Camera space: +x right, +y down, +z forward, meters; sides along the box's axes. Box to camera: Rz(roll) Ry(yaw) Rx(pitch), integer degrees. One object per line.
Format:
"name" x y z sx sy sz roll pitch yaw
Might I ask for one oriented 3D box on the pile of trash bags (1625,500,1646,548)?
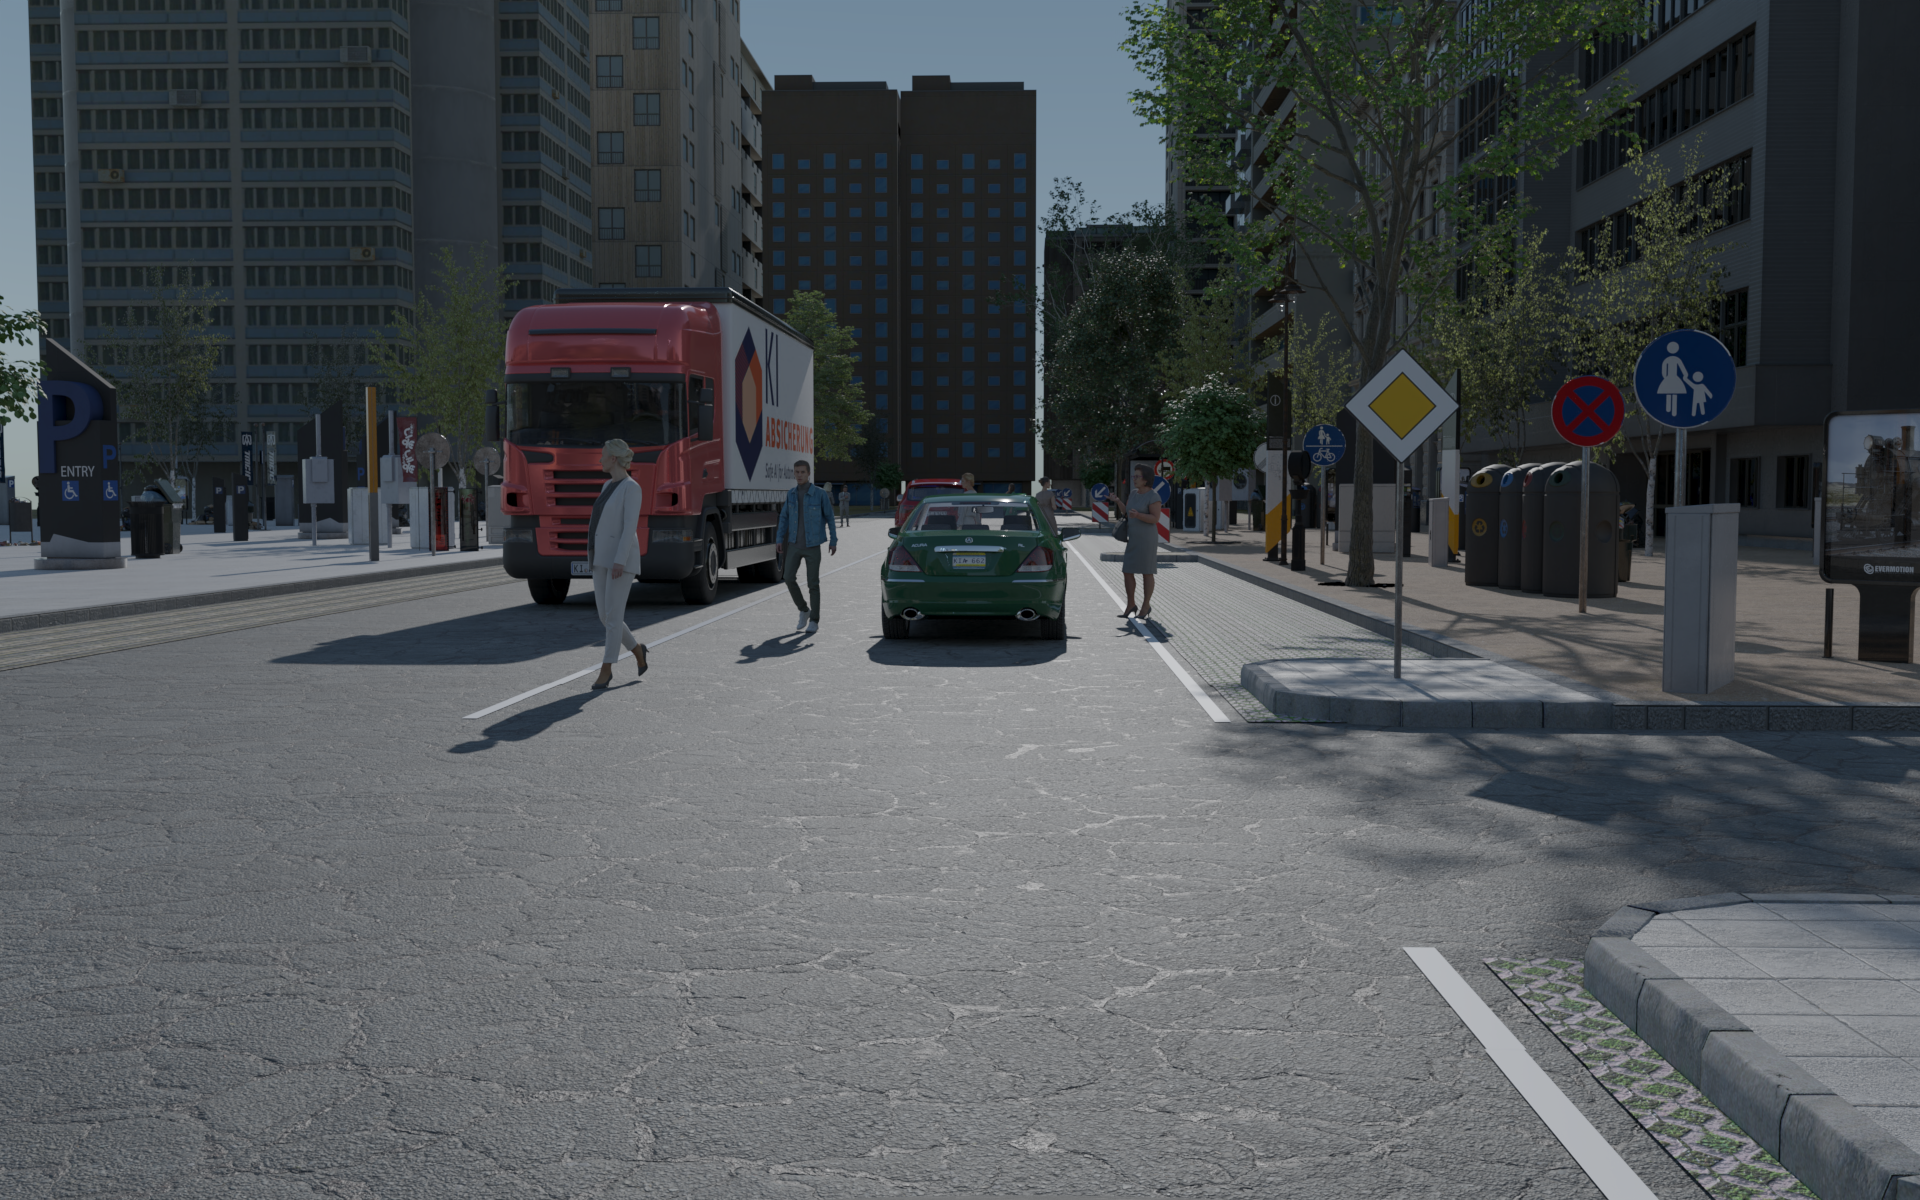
"pile of trash bags" 15.095 -1.988 42.261 1.912 1.369 3.447 -2 4 -24

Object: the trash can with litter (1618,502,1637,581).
"trash can with litter" 9.395 -0.863 25.494 0.624 1.170 1.055 -3 5 -39

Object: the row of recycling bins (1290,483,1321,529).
"row of recycling bins" 13.335 -3.536 64.924 3.534 1.692 1.069 2 4 33

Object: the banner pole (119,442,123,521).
"banner pole" -40.640 -5.722 83.579 0.401 3.779 0.863 1 4 11

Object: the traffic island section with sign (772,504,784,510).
"traffic island section with sign" -6.834 -3.390 64.054 1.989 1.847 2.006 0 4 2

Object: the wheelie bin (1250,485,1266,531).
"wheelie bin" 10.537 -3.209 60.369 0.980 1.594 0.693 -2 4 -32

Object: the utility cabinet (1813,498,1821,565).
"utility cabinet" 15.890 -1.219 31.085 0.306 1.237 1.020 -2 4 -32

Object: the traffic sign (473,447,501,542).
"traffic sign" -12.733 -2.844 46.611 0.768 2.556 0.104 1 4 9

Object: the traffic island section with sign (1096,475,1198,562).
"traffic island section with sign" 4.018 -1.744 37.143 1.989 1.847 2.006 0 4 2

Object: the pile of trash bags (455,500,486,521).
"pile of trash bags" -22.695 -4.450 82.511 1.912 1.369 3.447 -3 4 -37

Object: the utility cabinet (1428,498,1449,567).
"utility cabinet" 8.542 -1.210 30.947 0.306 1.237 1.020 1 4 12

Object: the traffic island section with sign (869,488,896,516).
"traffic island section with sign" -4.934 -6.470 114.405 1.989 1.847 2.006 0 4 2

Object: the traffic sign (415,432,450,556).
"traffic sign" -10.894 -2.181 35.771 0.768 2.556 0.104 0 4 8

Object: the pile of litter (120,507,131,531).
"pile of litter" -29.001 -2.807 59.863 1.176 0.858 1.719 2 4 30

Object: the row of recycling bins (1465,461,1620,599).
"row of recycling bins" 7.688 -0.969 22.959 1.069 1.692 3.534 0 4 -4

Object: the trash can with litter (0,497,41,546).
"trash can with litter" -23.778 -1.962 43.143 2.233 1.210 1.678 -1 4 -10

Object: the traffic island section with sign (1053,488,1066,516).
"traffic island section with sign" 6.924 -6.451 114.099 1.989 1.847 2.006 0 4 2

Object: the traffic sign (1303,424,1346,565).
"traffic sign" 6.603 -1.919 31.475 0.768 2.556 0.104 0 4 7

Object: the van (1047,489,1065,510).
"van" 7.953 -8.576 147.226 2.013 2.044 4.112 0 4 2

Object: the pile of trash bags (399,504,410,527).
"pile of trash bags" -22.920 -3.574 68.180 1.912 1.369 3.447 -2 4 -31

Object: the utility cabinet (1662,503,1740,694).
"utility cabinet" 4.941 -0.024 11.560 0.306 1.237 1.020 2 4 33

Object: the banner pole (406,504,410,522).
"banner pole" -25.707 -5.561 80.931 0.401 3.779 0.863 2 4 24

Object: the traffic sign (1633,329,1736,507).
"traffic sign" 5.600 -0.818 13.474 0.768 2.556 0.104 0 4 6

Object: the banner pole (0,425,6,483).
"banner pole" -27.059 -3.576 48.492 0.401 3.779 0.863 1 4 18

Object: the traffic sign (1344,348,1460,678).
"traffic sign" 3.044 -0.511 12.004 0.795 2.450 0.064 0 4 2

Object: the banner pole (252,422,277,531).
"banner pole" -24.111 -4.306 60.420 0.863 3.779 0.401 2 4 28

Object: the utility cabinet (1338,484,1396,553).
"utility cabinet" 8.830 -1.768 37.588 1.173 1.500 0.318 1 4 10

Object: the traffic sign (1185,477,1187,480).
"traffic sign" 9.229 -4.431 72.554 0.768 2.556 0.104 0 4 8

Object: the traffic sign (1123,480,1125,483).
"traffic sign" 8.592 -5.309 86.804 0.884 2.594 0.081 1 4 8

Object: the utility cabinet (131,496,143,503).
"utility cabinet" -31.207 -3.381 66.442 0.306 1.237 1.020 3 4 37

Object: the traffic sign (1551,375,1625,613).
"traffic sign" 6.734 -1.134 18.654 0.768 2.556 0.104 0 4 7

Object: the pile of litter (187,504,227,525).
"pile of litter" -31.448 -3.573 72.387 1.719 0.858 1.176 1 4 19

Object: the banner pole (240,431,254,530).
"banner pole" -24.959 -4.343 61.026 0.401 3.779 0.863 2 4 29

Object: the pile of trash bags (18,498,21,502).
"pile of trash bags" -48.553 -4.753 87.462 1.912 1.369 3.447 0 4 -3

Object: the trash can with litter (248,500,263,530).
"trash can with litter" -25.608 -3.129 62.546 1.055 1.170 0.624 2 4 28

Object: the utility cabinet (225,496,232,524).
"utility cabinet" -30.751 -3.808 73.423 1.020 1.237 0.306 0 4 8

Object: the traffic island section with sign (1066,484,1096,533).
"traffic island section with sign" 5.043 -3.391 64.079 1.989 1.847 2.006 0 4 2

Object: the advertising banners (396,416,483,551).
"advertising banners" -11.709 -2.614 38.926 2.074 3.025 0.090 1 4 13

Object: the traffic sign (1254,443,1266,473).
"traffic sign" 7.590 -2.595 42.541 0.768 2.556 0.104 1 4 11

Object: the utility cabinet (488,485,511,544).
"utility cabinet" -11.225 -2.124 43.404 1.173 1.500 0.318 1 4 12

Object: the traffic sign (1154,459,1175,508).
"traffic sign" 7.414 -3.835 62.815 0.768 2.556 0.104 1 4 10
